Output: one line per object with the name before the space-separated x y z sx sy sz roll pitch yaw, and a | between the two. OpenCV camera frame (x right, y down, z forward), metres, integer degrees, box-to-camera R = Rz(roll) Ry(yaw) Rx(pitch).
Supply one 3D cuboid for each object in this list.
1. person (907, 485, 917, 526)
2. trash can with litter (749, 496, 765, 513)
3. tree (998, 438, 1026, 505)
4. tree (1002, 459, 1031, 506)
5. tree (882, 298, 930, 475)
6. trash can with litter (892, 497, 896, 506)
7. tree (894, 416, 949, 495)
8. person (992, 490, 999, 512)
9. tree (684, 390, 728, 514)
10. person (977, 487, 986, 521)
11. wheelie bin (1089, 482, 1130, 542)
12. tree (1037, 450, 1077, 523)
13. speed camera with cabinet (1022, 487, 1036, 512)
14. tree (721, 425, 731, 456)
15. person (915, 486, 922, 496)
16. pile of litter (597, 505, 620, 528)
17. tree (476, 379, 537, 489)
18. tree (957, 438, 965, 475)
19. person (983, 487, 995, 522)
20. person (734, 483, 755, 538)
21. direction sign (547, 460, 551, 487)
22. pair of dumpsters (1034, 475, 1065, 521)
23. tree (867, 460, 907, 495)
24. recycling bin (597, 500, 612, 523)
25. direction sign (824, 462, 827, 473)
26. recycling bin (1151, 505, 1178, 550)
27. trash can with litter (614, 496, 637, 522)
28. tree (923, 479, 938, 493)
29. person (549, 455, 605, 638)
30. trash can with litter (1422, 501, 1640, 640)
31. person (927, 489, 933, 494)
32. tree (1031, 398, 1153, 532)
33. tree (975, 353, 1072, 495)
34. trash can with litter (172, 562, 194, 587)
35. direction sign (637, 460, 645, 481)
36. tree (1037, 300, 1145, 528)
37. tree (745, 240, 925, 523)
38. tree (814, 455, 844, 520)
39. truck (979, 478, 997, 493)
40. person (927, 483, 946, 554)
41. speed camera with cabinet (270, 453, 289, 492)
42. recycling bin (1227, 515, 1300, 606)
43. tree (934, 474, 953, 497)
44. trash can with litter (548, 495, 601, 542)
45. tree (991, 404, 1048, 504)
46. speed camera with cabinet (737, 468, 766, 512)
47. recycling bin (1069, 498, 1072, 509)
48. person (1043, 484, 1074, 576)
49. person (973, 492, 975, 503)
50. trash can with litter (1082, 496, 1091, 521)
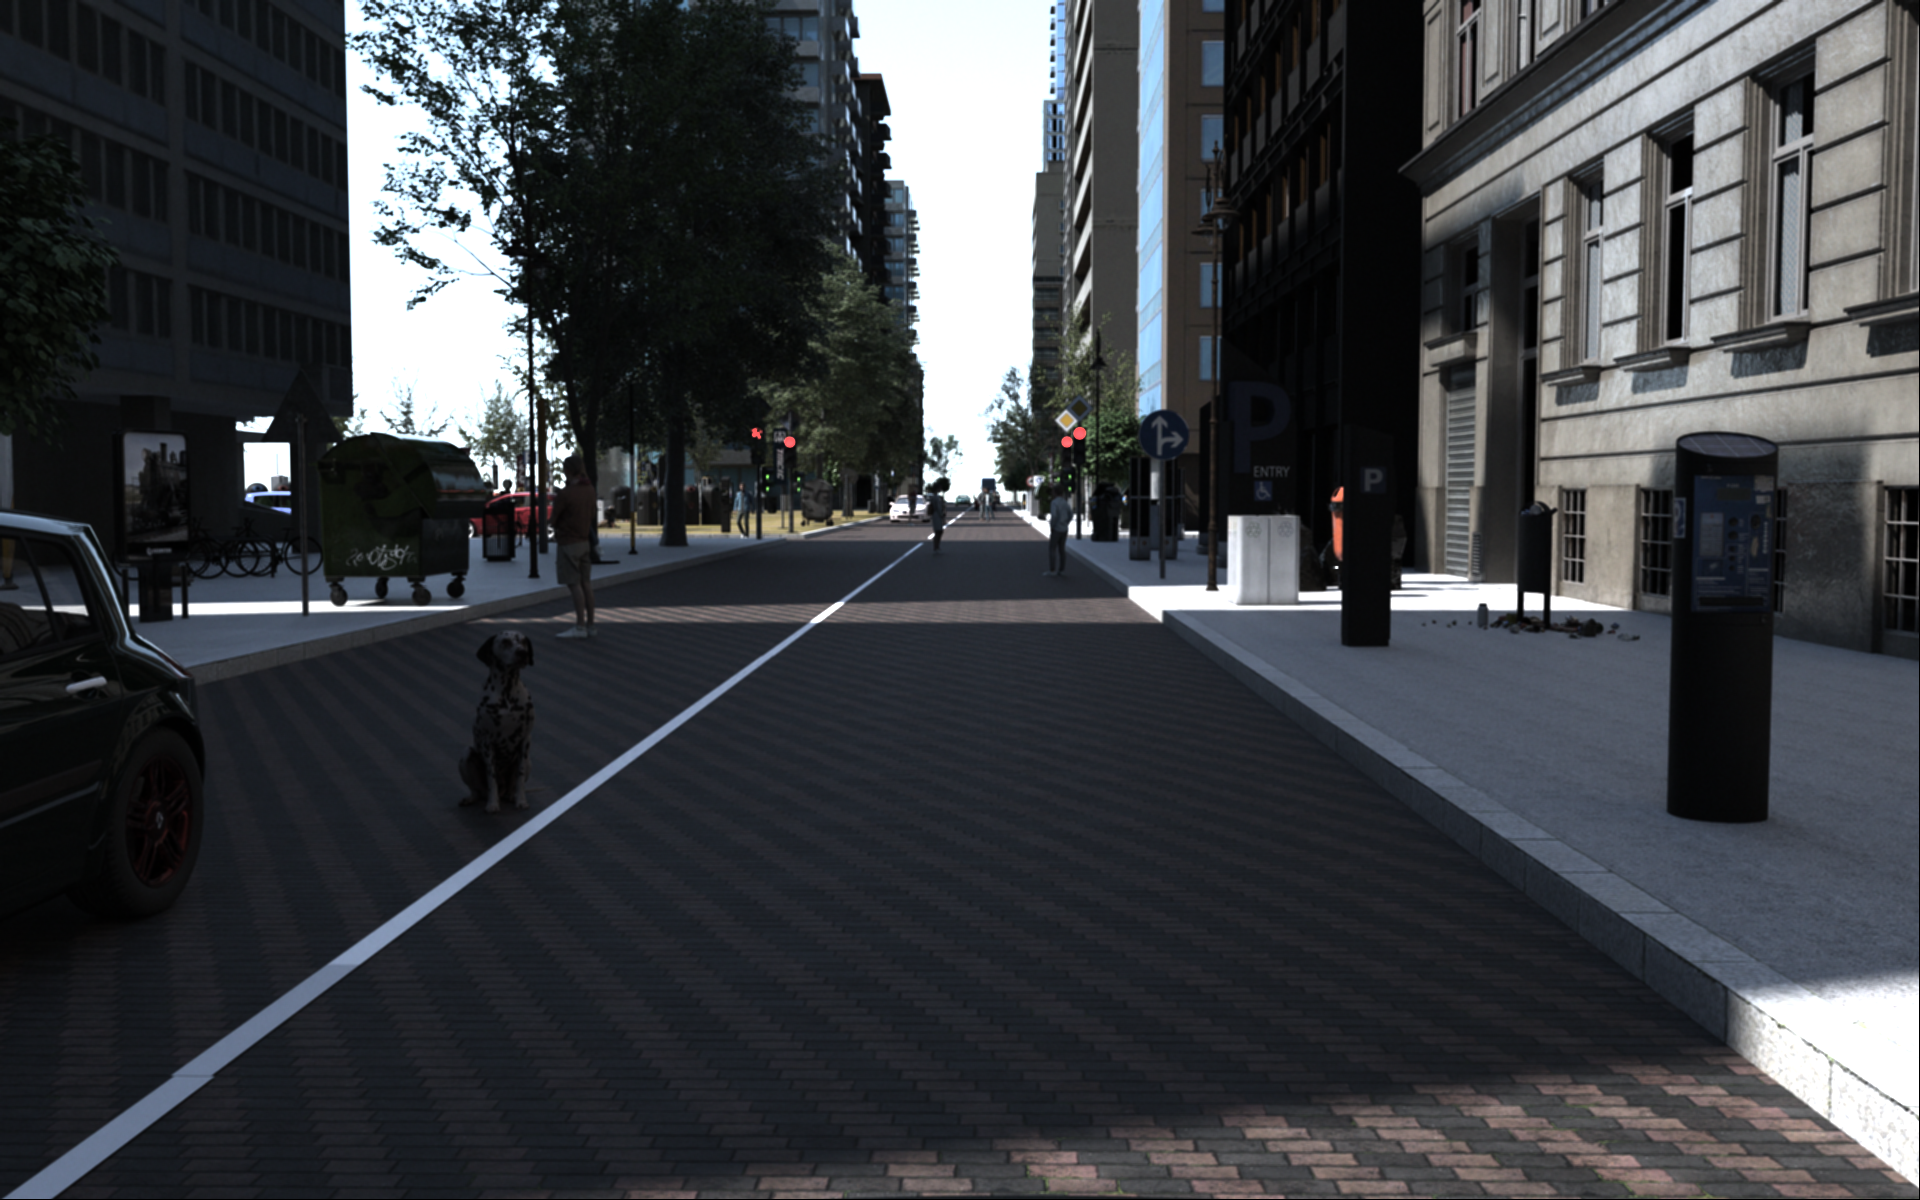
person | -2.185 -4.295 78.698 0.573 1.828 0.580 -3 5 -40
trash can with litter | -13.999 -6.487 117.119 1.678 1.210 2.233 2 4 26
tree | 6.472 -15.540 204.447 4.360 8.622 3.978 0 3 0
tree | 5.846 -9.725 142.711 4.285 4.588 4.351 0 3 0
tree | -6.443 -11.729 98.420 9.857 13.997 8.962 0 3 0
trash can with litter | -4.666 -6.934 124.754 1.055 1.170 0.624 0 4 2
tree | -4.703 -16.160 198.631 7.601 10.594 8.767 0 4 5
person | 2.777 -7.908 138.319 0.617 1.759 0.750 1 4 19
tree | -16.993 -9.959 113.194 4.360 8.622 3.978 0 3 0
person | 1.228 -5.223 93.996 0.391 1.810 0.635 2 4 35
wheelie bin | 3.973 -2.377 46.770 0.980 1.594 0.693 -3 5 -45
tree | 4.484 -5.018 76.645 1.663 3.219 1.824 0 3 0
speed camera with cabinet | 5.121 -7.987 124.919 0.660 3.252 2.038 -1 4 -21
tree | -18.139 -10.408 120.525 4.737 8.622 4.395 0 3 0
person | -2.455 -5.475 97.370 0.474 1.900 0.648 2 4 24
pile of litter | -13.517 -3.166 65.733 1.176 0.858 1.719 -1 4 -17
tree | -28.951 -9.828 111.046 4.360 8.622 3.978 0 3 0
tree | -2.643 -22.120 287.422 9.928 11.665 9.643 0 3 0
person | 1.488 -4.967 90.056 0.623 1.781 0.721 1 4 22
person | -6.693 -2.746 53.747 0.601 1.785 0.444 1 4 17
direction sign | -27.239 -7.496 114.550 0.379 3.537 0.876 -2 4 -32
pair of dumpsters | 4.465 -5.018 84.537 1.574 2.255 4.437 0 4 1
tree | -5.901 -9.481 138.731 4.285 4.588 4.351 0 3 0
recycling bin | -14.208 -3.417 68.417 0.722 1.027 0.722 1 4 16
direction sign | -9.946 -8.471 130.489 0.876 3.537 0.379 0 4 -3
recycling bin | 4.560 -1.667 39.816 0.722 1.027 0.722 2 4 28
trash can with litter | -15.179 -4.206 79.822 2.233 1.210 1.678 -1 4 -18
tree | -3.970 -14.209 226.913 1.663 3.219 1.824 0 3 0
person | -3.852 -0.546 17.396 0.573 1.828 0.580 -2 4 -25
trash can with litter | 5.468 -0.313 16.183 1.678 1.210 2.233 -1 4 -11
person | -2.093 -6.920 121.828 0.592 1.802 0.473 3 5 40
tree | 5.251 -4.632 59.441 4.285 4.588 4.351 0 3 0
tree | 4.990 -10.991 114.114 8.767 10.594 7.601 0 4 8
trash can with litter | -11.076 -0.791 24.318 1.055 1.170 0.624 3 5 43
direction sign | -21.261 -7.556 115.536 0.876 3.537 0.379 3 5 41
tree | 4.865 -7.036 65.393 4.737 8.622 4.395 0 3 0
tree | -5.892 -9.747 77.486 7.486 12.596 7.792 0 3 0
tree | -6.489 -5.628 86.620 1.663 3.219 1.824 0 3 0
truck | 4.762 -17.646 278.264 2.967 4.110 18.799 0 4 -1
person | -0.549 -1.962 41.585 0.522 1.701 0.512 -1 4 -21
speed camera with cabinet | -31.911 -5.417 82.910 2.038 3.252 0.660 0 4 7
recycling bin | 3.538 -0.469 20.224 0.722 1.027 0.722 0 4 -1
tree | -2.687 -18.020 278.335 4.285 4.588 4.351 0 3 0
trash can with litter | -10.624 -2.175 46.616 1.678 1.210 2.233 0 4 1
tree | 7.366 -18.270 216.842 7.486 12.596 7.792 0 3 0
speed camera with cabinet | -15.035 -7.981 124.824 2.038 3.252 0.660 1 4 8
recycling bin | 7.102 -6.248 114.712 0.722 1.027 0.722 2 4 30
person | 1.732 -1.229 30.397 0.589 1.601 0.330 -3 4 -37
person | 2.143 -15.806 266.906 0.705 1.826 1.348 0 4 -7
trash can with litter | 6.208 -4.335 82.262 0.624 1.170 1.055 -1 4 -20
